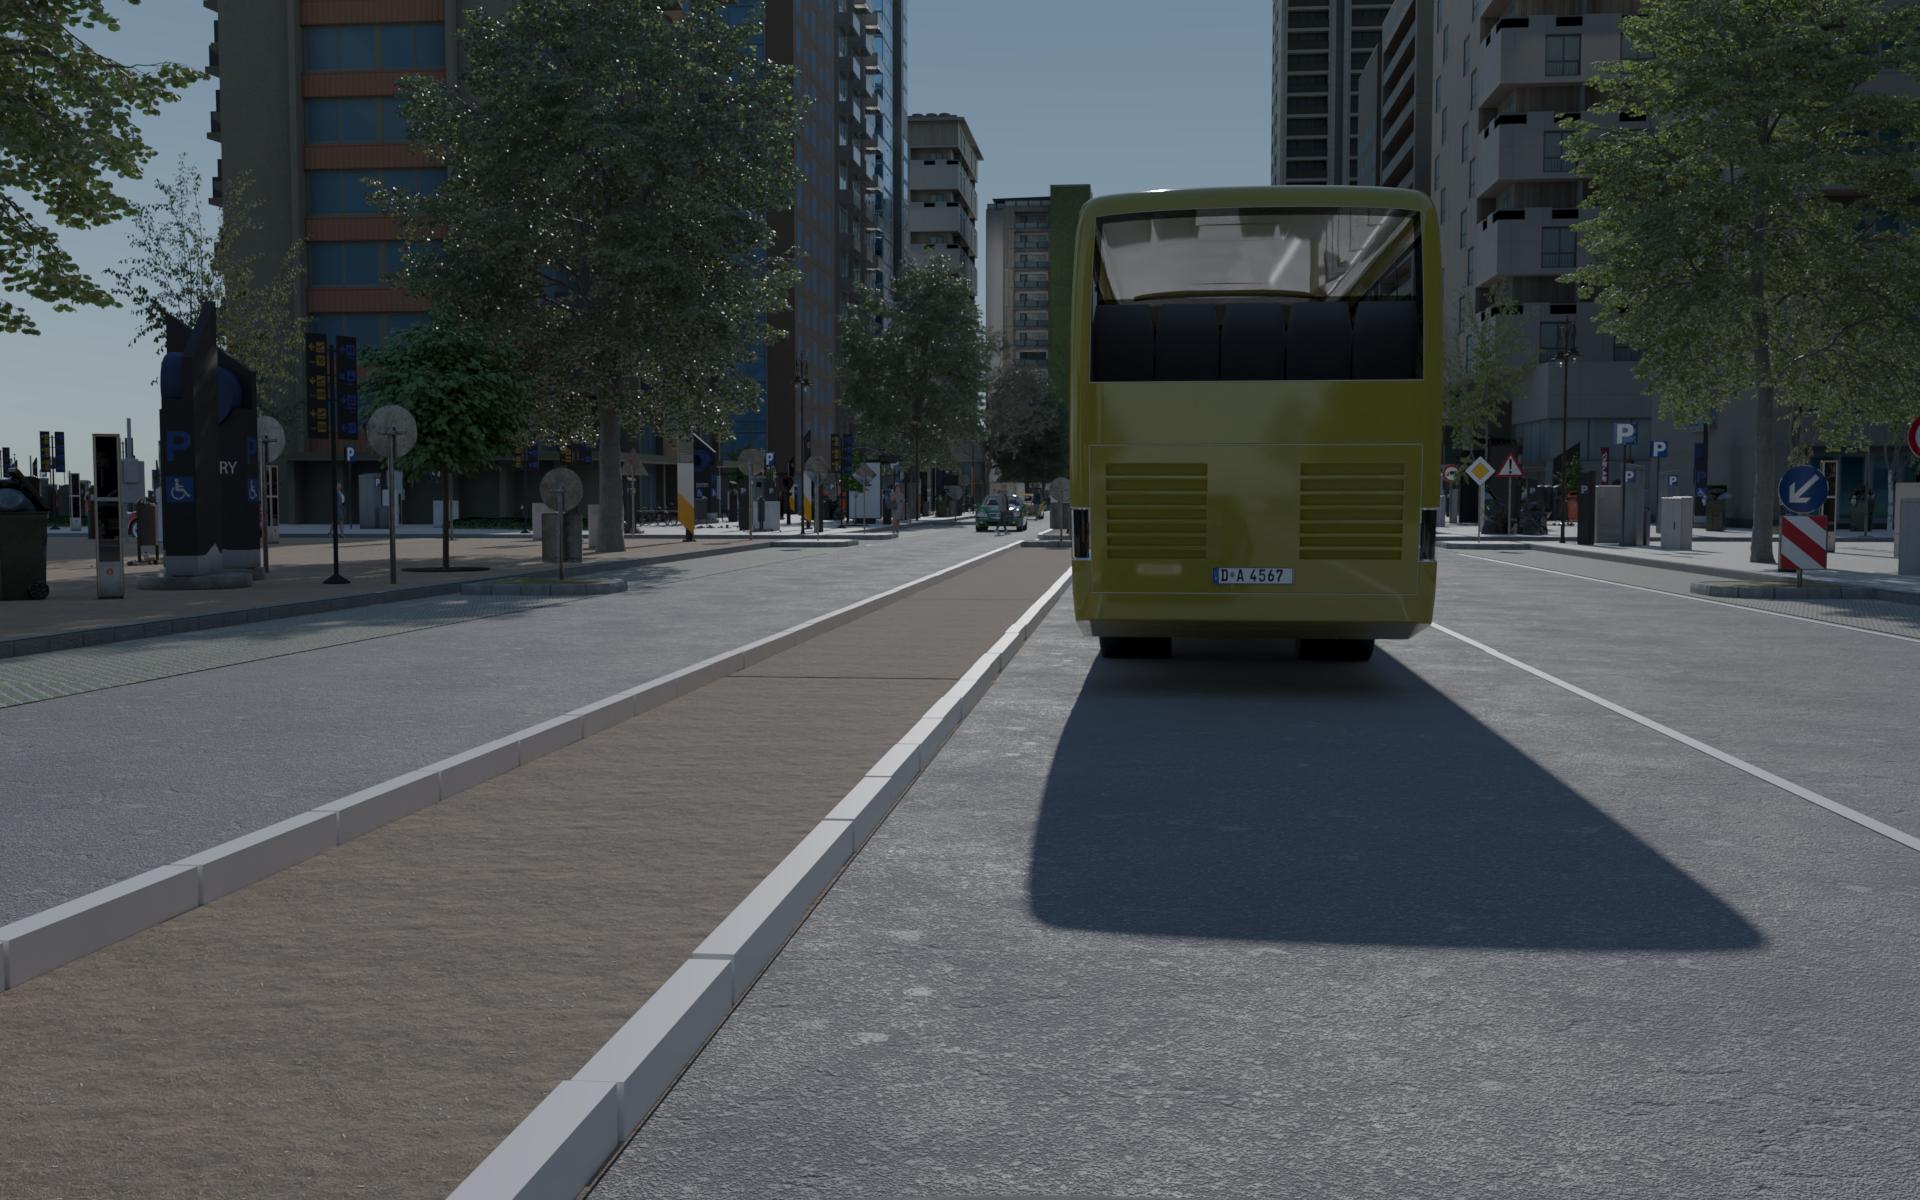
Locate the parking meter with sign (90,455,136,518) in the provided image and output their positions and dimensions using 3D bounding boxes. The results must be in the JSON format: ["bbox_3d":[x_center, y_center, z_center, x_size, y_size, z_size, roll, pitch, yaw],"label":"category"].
[{"bbox_3d":[-37.804,-4.965,77.441,1.738,3.016,0.543,0,4,6],"label":"parking meter with sign"}]

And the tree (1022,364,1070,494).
[{"bbox_3d":[6.436,-15.976,167.864,9.857,13.997,8.962,0,3,0],"label":"tree"}]

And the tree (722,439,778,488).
[{"bbox_3d":[-12.601,-7.301,103.081,4.285,4.588,4.351,0,3,0],"label":"tree"}]

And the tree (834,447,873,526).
[{"bbox_3d":[-4.055,-4.559,69.134,1.663,3.219,1.824,0,3,0],"label":"tree"}]

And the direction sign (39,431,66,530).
[{"bbox_3d":[-32.714,-4.312,62.499,0.379,3.537,0.876,2,4,35],"label":"direction sign"}]

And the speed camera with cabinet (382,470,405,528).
[{"bbox_3d":[-21.965,-4.457,67.200,0.660,3.252,2.038,-1,4,-10],"label":"speed camera with cabinet"}]

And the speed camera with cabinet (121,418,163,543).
[{"bbox_3d":[-21.213,-3.143,45.727,2.038,3.252,0.660,-3,5,-40],"label":"speed camera with cabinet"}]

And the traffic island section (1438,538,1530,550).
[{"bbox_3d":[13.721,-1.435,45.742,2.009,0.180,2.903,0,4,6],"label":"traffic island section"}]

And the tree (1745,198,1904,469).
[{"bbox_3d":[21.288,-5.683,43.271,4.360,8.622,3.978,0,3,0],"label":"tree"}]

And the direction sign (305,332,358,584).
[{"bbox_3d":[-8.933,-2.001,24.708,0.379,3.537,0.876,2,4,29],"label":"direction sign"}]

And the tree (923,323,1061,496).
[{"bbox_3d":[1.974,-13.002,122.953,12.009,13.543,11.850,0,3,0],"label":"tree"}]

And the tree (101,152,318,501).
[{"bbox_3d":[-16.646,-5.388,38.450,4.360,8.622,3.978,0,3,0],"label":"tree"}]

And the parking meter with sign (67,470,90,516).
[{"bbox_3d":[-47.850,-6.011,94.546,1.738,3.016,0.543,0,4,-4],"label":"parking meter with sign"}]

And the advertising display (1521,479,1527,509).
[{"bbox_3d":[24.120,-4.222,74.241,0.123,1.923,0.974,-1,4,-22],"label":"advertising display"}]

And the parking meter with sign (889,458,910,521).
[{"bbox_3d":[-2.942,-5.374,84.134,0.543,3.016,1.738,1,4,14],"label":"parking meter with sign"}]

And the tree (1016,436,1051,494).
[{"bbox_3d":[7.254,-13.906,177.726,4.360,8.622,3.978,0,3,0],"label":"tree"}]

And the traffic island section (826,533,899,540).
[{"bbox_3d":[-3.085,-2.034,55.542,2.009,0.180,2.903,0,4,6],"label":"traffic island section"}]

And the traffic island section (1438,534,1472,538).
[{"bbox_3d":[14.558,-1.921,53.684,2.009,0.180,2.903,0,4,6],"label":"traffic island section"}]

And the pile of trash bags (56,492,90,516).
[{"bbox_3d":[-49.850,-5.406,98.137,1.912,1.369,3.447,3,5,44],"label":"pile of trash bags"}]

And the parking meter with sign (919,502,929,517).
[{"bbox_3d":[-2.599,-6.205,97.718,1.738,3.016,0.543,0,4,6],"label":"parking meter with sign"}]

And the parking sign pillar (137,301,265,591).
[{"bbox_3d":[-10.481,-2.150,23.619,1.447,3.967,1.447,-1,4,-9],"label":"parking sign pillar"}]

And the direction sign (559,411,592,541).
[{"bbox_3d":[-10.470,-3.378,47.235,0.876,3.537,0.379,0,4,-1],"label":"direction sign"}]

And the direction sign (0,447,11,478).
[{"bbox_3d":[-46.132,-5.588,83.356,0.379,3.537,0.876,2,4,34],"label":"direction sign"}]

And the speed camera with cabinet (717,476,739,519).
[{"bbox_3d":[-11.194,-5.443,83.329,2.038,3.252,0.660,0,4,-2],"label":"speed camera with cabinet"}]

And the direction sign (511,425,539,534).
[{"bbox_3d":[-14.146,-3.935,56.338,0.876,3.537,0.379,0,4,-2],"label":"direction sign"}]

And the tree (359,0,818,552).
[{"bbox_3d":[-7.915,-8.050,38.267,9.857,13.997,8.962,0,3,0],"label":"tree"}]

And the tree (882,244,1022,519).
[{"bbox_3d":[-2.389,-11.227,90.223,9.857,13.997,8.962,0,3,0],"label":"tree"}]

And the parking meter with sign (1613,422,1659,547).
[{"bbox_3d":[16.668,-2.850,42.853,0.543,3.016,1.738,3,4,36],"label":"parking meter with sign"}]

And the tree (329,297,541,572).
[{"bbox_3d":[-8.729,-2.768,28.979,4.285,4.588,4.351,0,3,0],"label":"tree"}]

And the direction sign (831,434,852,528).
[{"bbox_3d":[-4.455,-4.470,65.088,0.876,3.537,0.379,-2,4,-32],"label":"direction sign"}]

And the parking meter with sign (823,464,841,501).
[{"bbox_3d":[-7.656,-6.423,101.278,0.543,3.016,1.738,-3,4,-38],"label":"parking meter with sign"}]

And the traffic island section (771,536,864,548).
[{"bbox_3d":[-3.922,-1.549,47.600,2.009,0.180,2.903,0,4,6],"label":"traffic island section"}]

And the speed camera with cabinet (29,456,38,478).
[{"bbox_3d":[-48.426,-5.782,88.864,2.038,3.252,0.660,0,4,2],"label":"speed camera with cabinet"}]

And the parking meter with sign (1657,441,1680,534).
[{"bbox_3d":[22.823,-3.643,55.823,0.543,3.016,1.738,0,4,0],"label":"parking meter with sign"}]

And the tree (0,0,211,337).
[{"bbox_3d":[-9.952,-5.875,14.179,7.486,12.596,7.792,0,3,0],"label":"tree"}]

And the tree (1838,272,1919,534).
[{"bbox_3d":[29.970,-6.421,55.350,4.737,8.622,4.395,0,3,0],"label":"tree"}]

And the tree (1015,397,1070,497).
[{"bbox_3d":[9.667,-17.179,199.006,7.486,12.596,7.792,0,3,0],"label":"tree"}]

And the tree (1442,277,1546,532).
[{"bbox_3d":[17.525,-6.626,58.693,4.737,8.622,4.395,0,3,0],"label":"tree"}]

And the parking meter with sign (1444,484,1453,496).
[{"bbox_3d":[28.837,-6.616,104.434,1.738,3.016,0.543,2,4,31],"label":"parking meter with sign"}]

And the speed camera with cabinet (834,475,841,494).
[{"bbox_3d":[-8.415,-7.942,124.190,0.660,3.252,2.038,2,4,35],"label":"speed camera with cabinet"}]

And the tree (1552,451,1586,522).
[{"bbox_3d":[27.991,-5.136,78.569,1.663,3.219,1.824,0,3,0],"label":"tree"}]

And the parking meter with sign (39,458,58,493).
[{"bbox_3d":[-43.454,-5.233,81.822,0.543,3.016,1.738,0,4,5],"label":"parking meter with sign"}]

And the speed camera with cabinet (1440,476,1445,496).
[{"bbox_3d":[22.199,-5.288,80.796,0.660,3.252,2.038,1,4,22],"label":"speed camera with cabinet"}]

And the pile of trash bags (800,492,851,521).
[{"bbox_3d":[-6.362,-4.595,84.875,1.912,1.369,3.447,-2,4,-34],"label":"pile of trash bags"}]

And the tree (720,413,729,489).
[{"bbox_3d":[-16.062,-9.650,108.147,4.737,8.622,4.395,0,3,0],"label":"tree"}]

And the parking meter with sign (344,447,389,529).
[{"bbox_3d":[-21.663,-4.116,63.565,1.738,3.016,0.543,1,4,16],"label":"parking meter with sign"}]

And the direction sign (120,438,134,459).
[{"bbox_3d":[-33.619,-4.749,69.646,0.876,3.537,0.379,0,4,7],"label":"direction sign"}]

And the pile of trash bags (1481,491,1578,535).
[{"bbox_3d":[18.225,-2.760,54.874,1.912,1.369,3.447,-3,5,-42],"label":"pile of trash bags"}]

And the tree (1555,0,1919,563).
[{"bbox_3d":[14.714,-6.988,32.373,7.486,12.596,7.792,0,3,0],"label":"tree"}]

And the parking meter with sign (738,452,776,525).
[{"bbox_3d":[-8.459,-4.627,71.915,0.543,3.016,1.738,3,5,39],"label":"parking meter with sign"}]
